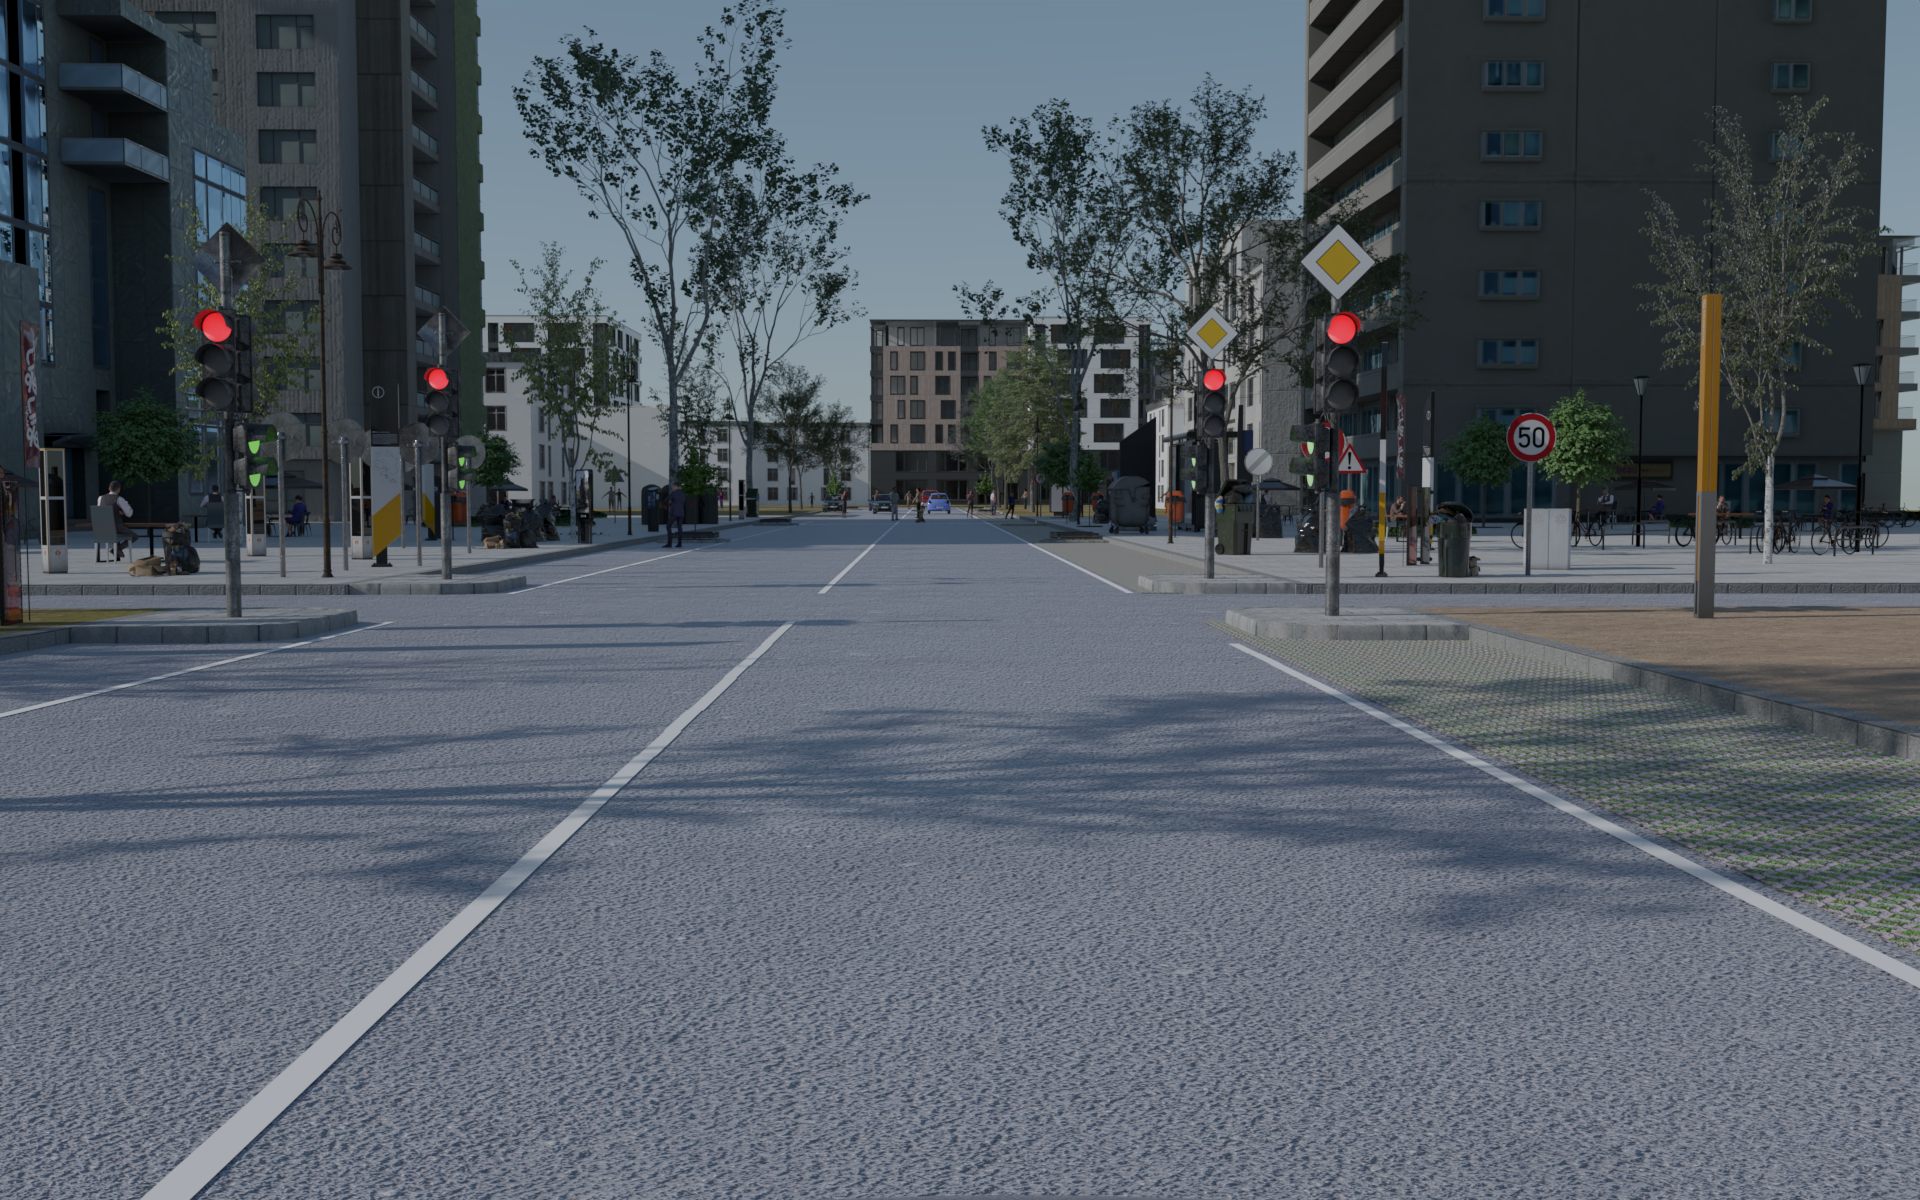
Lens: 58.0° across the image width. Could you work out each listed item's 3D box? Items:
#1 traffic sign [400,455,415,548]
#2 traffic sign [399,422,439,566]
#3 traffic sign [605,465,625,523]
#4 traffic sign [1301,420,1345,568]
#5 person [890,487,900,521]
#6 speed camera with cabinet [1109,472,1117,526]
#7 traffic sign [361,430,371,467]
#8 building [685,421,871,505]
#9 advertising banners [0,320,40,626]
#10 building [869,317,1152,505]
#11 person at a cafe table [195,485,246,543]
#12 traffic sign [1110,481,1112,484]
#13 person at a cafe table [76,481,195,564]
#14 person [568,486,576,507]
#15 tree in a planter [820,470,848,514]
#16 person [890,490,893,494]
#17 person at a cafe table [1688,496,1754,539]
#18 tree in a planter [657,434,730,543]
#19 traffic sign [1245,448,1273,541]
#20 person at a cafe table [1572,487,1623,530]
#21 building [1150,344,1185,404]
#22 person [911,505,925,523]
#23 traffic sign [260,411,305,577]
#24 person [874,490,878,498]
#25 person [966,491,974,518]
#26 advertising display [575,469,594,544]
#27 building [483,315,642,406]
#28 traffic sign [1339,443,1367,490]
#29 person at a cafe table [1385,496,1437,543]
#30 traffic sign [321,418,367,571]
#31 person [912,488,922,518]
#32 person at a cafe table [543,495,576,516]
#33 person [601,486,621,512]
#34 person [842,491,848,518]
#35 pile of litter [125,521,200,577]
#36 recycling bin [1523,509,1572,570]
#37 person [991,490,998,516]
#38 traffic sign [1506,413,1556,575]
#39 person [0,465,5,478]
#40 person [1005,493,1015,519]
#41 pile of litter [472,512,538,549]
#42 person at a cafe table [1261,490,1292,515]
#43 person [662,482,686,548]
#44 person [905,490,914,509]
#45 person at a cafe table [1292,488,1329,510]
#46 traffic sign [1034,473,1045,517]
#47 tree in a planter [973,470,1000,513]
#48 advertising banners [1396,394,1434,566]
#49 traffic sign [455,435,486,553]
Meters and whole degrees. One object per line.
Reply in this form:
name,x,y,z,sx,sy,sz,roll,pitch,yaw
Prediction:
traffic sign,-13.130,-2.488,40.781,0.768,2.556,0.104,0,4,8
traffic sign,-9.637,-1.878,30.809,0.768,2.556,0.104,0,4,5
traffic sign,-15.339,-4.707,76.967,0.884,2.594,0.081,0,4,7
traffic sign,6.283,-1.832,30.056,0.768,2.556,0.104,0,4,2
person,-3.491,-5.171,93.196,0.875,1.805,0.789,-3,5,-45
speed camera with cabinet,6.299,-4.567,69.007,0.660,3.252,2.038,0,4,0
traffic sign,-11.287,-2.046,33.563,0.768,2.556,0.104,0,4,5
building,-24.623,-15.971,203.275,28.070,9.664,9.099,0,4,-1
advertising banners,-9.342,-1.270,16.945,0.090,3.025,2.074,-1,4,-9
building,5.550,-22.586,213.259,32.646,21.610,27.936,0,4,-1
person at a cafe table,-19.805,-2.301,46.134,1.698,1.524,1.622,-1,4,-23
traffic sign,9.024,-6.071,99.268,0.884,2.594,0.081,0,4,5
person at a cafe table,-15.602,-1.459,32.375,1.698,1.524,1.622,0,4,2
person,-23.448,-6.103,105.805,1.348,1.826,0.705,2,4,27
tree in a planter,-9.280,-7.984,127.758,1.991,3.239,1.994,0,4,-1
person,-6.347,-9.388,161.985,0.705,1.826,1.348,-2,4,-24
person at a cafe table,22.107,-2.411,50.273,1.698,1.238,1.726,2,4,26
tree in a planter,-7.880,-3.315,51.420,1.991,3.239,1.994,0,4,-1
traffic sign,8.214,-2.912,47.715,0.768,2.556,0.104,0,4,4
person at a cafe table,22.934,-3.280,62.135,1.622,1.524,1.698,-2,4,-34
building,27.915,-21.457,207.241,11.380,20.091,16.016,0,4,-1
person,-2.076,-4.324,87.119,0.695,0.859,0.347,-2,4,-29
traffic sign,-10.449,-1.624,26.658,0.768,2.556,0.104,0,4,4
person,-6.545,-7.919,138.689,0.721,1.743,1.217,2,4,25
person,0.626,-5.686,102.930,0.415,1.643,0.593,2,4,35
advertising display,-9.737,-2.428,44.910,0.123,1.923,0.974,-2,4,-33
building,-56.822,-22.478,211.485,32.646,21.610,27.936,0,4,-1
traffic sign,9.960,-2.713,44.356,0.884,2.594,0.081,0,4,3
person at a cafe table,12.169,-2.187,46.617,1.698,1.238,1.726,-2,4,-28
traffic sign,-10.310,-1.767,29.002,0.768,2.556,0.104,0,4,2
person,-2.504,-5.789,103.154,0.705,1.823,1.348,1,4,18
person at a cafe table,-17.390,-3.986,76.038,1.726,1.238,1.698,-2,4,-35
person,-24.638,-7.114,122.361,1.348,1.824,0.705,0,4,-5
person,-6.884,-5.732,103.687,0.415,1.643,0.593,0,4,-3
pile of litter,-12.743,-0.833,27.582,1.176,0.858,1.719,0,4,4
recycling bin,10.036,-1.043,29.607,0.722,1.027,0.722,1,4,14
person,2.268,-6.441,114.746,0.436,1.711,0.756,0,4,-6
traffic sign,8.962,-1.660,27.254,0.768,2.556,0.104,0,4,4
person,-10.460,-0.679,18.845,0.444,1.614,0.593,1,4,14
person,2.937,-5.378,99.132,0.574,1.496,0.600,-1,4,-20
pile of litter,-10.749,-1.652,40.969,1.719,0.858,1.176,-2,4,-30
person at a cafe table,15.356,-4.691,85.215,1.622,1.524,1.698,-1,4,-18
person,-7.725,-2.298,46.514,0.568,1.767,0.683,2,4,34
person,-4.775,-9.440,162.852,0.705,1.824,1.348,3,5,41
person at a cafe table,13.958,-3.574,66.955,1.622,1.524,1.698,0,4,-5
traffic sign,4.555,-5.966,97.656,0.768,2.556,0.104,0,4,7
tree in a planter,1.933,-7.997,127.972,1.991,3.239,1.994,0,4,-1
advertising banners,8.135,-2.133,31.068,0.090,3.025,2.074,2,4,33
traffic sign,-10.603,-2.278,37.358,0.768,2.556,0.104,0,4,8
